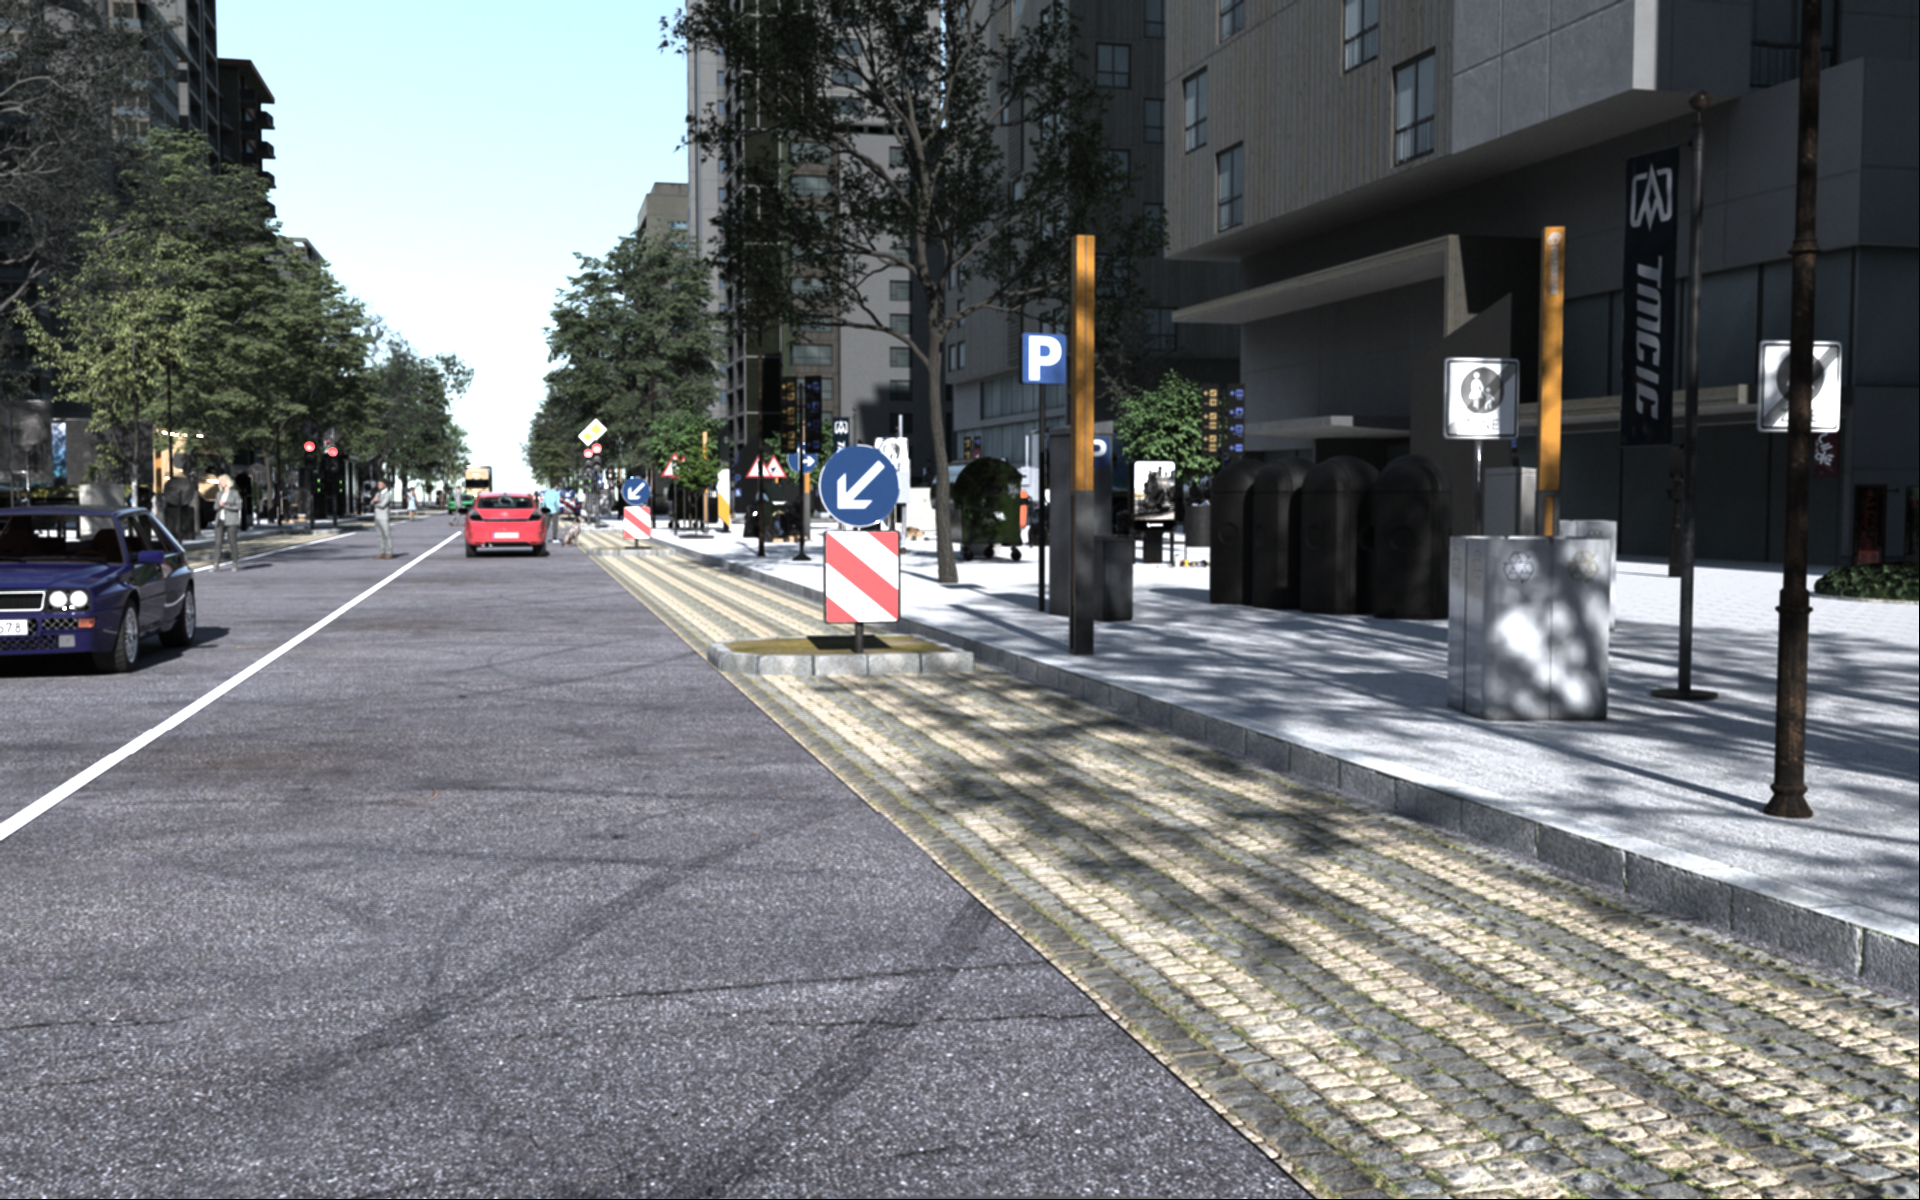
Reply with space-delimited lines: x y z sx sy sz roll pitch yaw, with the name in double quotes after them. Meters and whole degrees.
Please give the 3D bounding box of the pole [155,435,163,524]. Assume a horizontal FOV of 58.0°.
-27.697 -4.039 59.881 0.158 3.312 0.155 0 3 0 "pole"

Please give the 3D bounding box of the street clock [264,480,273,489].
-36.289 -5.290 91.066 0.471 2.002 0.358 1 4 16 "street clock"

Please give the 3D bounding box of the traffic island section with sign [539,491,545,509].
-28.081 -6.839 120.445 1.989 1.847 2.006 -1 4 -14 "traffic island section with sign"

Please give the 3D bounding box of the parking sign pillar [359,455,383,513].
-40.647 -7.988 119.074 1.447 3.967 1.447 -1 4 -18 "parking sign pillar"

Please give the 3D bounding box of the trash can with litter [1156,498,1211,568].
4.631 -1.196 30.610 2.233 1.210 1.678 1 4 10 "trash can with litter"

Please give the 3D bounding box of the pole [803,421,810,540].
-4.280 -3.324 48.195 0.158 3.312 0.155 0 3 0 "pole"

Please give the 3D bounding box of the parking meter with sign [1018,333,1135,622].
1.249 -1.338 18.140 0.543 3.016 1.738 -2 4 -25 "parking meter with sign"

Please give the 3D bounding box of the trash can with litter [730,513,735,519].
-11.349 -4.738 88.854 1.055 1.170 0.624 -1 4 -13 "trash can with litter"

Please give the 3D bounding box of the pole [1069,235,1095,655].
0.971 -1.219 13.779 0.158 3.312 0.155 0 3 0 "pole"

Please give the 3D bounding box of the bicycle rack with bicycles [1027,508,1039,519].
3.809 -4.046 79.536 2.925 0.926 2.852 -3 4 -38 "bicycle rack with bicycles"

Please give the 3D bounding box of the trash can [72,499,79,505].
-23.569 -2.152 46.832 0.748 1.137 0.748 0 3 0 "trash can"

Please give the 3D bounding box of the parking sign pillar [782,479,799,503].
-10.204 -7.189 106.019 1.447 3.967 1.447 0 4 7 "parking sign pillar"

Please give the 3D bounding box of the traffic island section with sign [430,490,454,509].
-49.897 -9.653 166.457 1.989 1.847 2.006 -1 4 -14 "traffic island section with sign"

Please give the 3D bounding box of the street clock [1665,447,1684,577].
11.063 -1.354 26.716 0.358 2.002 0.471 2 4 27 "street clock"

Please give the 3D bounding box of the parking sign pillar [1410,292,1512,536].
6.840 -2.153 23.668 1.447 3.967 1.447 2 4 25 "parking sign pillar"

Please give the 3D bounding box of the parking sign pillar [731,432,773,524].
-9.070 -5.236 74.074 1.447 3.967 1.447 2 4 34 "parking sign pillar"

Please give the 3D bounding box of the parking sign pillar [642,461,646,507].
-21.660 -7.970 118.774 1.447 3.967 1.447 0 4 5 "parking sign pillar"

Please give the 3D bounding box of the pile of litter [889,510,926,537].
-1.571 -2.319 51.886 1.176 0.858 1.719 1 4 23 "pile of litter"

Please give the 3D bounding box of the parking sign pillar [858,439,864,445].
-4.522 -5.957 85.874 1.447 3.967 1.447 2 4 32 "parking sign pillar"

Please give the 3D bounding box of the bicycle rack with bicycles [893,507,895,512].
-4.068 -5.013 95.351 2.852 0.926 2.925 1 4 10 "bicycle rack with bicycles"

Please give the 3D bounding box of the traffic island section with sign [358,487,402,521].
-30.961 -5.110 92.178 1.989 1.847 2.006 -1 4 -14 "traffic island section with sign"

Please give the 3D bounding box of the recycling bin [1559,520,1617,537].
5.869 -0.247 16.589 0.722 1.027 0.722 1 4 16 "recycling bin"

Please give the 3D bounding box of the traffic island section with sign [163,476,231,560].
-17.139 -1.795 37.973 1.989 1.847 2.006 -1 4 -14 "traffic island section with sign"

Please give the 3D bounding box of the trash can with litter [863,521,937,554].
-1.725 -1.614 37.440 1.678 1.210 2.233 -3 5 -44 "trash can with litter"

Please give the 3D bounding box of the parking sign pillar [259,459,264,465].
-52.980 -8.694 130.615 1.447 3.967 1.447 1 4 9 "parking sign pillar"

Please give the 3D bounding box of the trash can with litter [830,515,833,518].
-7.000 -5.333 98.580 0.624 1.170 1.055 0 4 6 "trash can with litter"

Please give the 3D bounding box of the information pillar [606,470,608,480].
-29.450 -9.397 145.001 0.504 3.616 0.183 3 4 38 "information pillar"

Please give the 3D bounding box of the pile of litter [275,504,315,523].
-29.569 -3.858 77.041 1.719 0.858 1.176 -1 4 -18 "pile of litter"

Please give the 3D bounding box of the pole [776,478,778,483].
-10.798 -6.626 102.184 0.158 3.312 0.155 0 3 0 "pole"

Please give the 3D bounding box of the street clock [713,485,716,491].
-20.394 -8.572 144.725 0.471 2.002 0.358 -2 4 -29 "street clock"

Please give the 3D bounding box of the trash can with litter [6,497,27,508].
-26.419 -2.337 49.275 1.678 1.210 2.233 -1 4 -12 "trash can with litter"

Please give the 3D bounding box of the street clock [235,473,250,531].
-24.944 -3.406 60.261 0.471 2.002 0.358 -1 4 -23 "street clock"

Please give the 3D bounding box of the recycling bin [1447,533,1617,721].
3.313 0.148 10.130 0.722 1.027 0.722 0 4 -2 "recycling bin"

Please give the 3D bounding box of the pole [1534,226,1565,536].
4.535 -1.193 13.342 0.158 3.312 0.155 0 3 0 "pole"

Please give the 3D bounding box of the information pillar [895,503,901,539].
-1.695 -2.750 49.449 0.304 2.012 0.304 0 4 6 "information pillar"

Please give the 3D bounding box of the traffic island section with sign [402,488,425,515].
-37.636 -6.713 118.388 1.989 1.847 2.006 -1 4 -14 "traffic island section with sign"

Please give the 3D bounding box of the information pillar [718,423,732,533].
-7.769 -4.016 57.017 0.183 3.616 0.504 2 4 34 "information pillar"

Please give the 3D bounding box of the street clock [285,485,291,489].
-51.907 -7.908 133.870 0.358 2.002 0.471 0 4 4 "street clock"

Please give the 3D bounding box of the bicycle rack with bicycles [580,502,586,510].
-29.397 -7.724 139.674 2.925 0.926 2.852 -3 5 -40 "bicycle rack with bicycles"

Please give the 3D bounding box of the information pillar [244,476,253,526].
-28.346 -3.940 68.914 0.304 2.012 0.304 -3 5 -43 "information pillar"

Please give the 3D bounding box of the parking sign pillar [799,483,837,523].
-6.238 -5.465 77.831 1.447 3.967 1.447 -1 4 -20 "parking sign pillar"

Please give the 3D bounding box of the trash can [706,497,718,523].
-10.914 -3.935 75.998 0.748 1.137 0.748 0 3 0 "trash can"

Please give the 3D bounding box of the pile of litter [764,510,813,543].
-4.609 -1.984 46.410 1.719 0.858 1.176 -3 5 -40 "pile of litter"

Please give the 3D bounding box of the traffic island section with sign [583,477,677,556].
-7.773 -1.967 40.782 1.989 1.847 2.006 -1 4 -14 "traffic island section with sign"

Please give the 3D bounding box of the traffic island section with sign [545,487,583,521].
-21.190 -5.184 93.385 1.989 1.847 2.006 -1 4 -14 "traffic island section with sign"

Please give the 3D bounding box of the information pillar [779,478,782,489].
-15.152 -9.458 145.990 0.183 3.616 0.504 -2 4 -25 "information pillar"

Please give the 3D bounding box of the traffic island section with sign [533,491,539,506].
-40.516 -9.824 169.254 1.989 1.847 2.006 -1 4 -14 "traffic island section with sign"

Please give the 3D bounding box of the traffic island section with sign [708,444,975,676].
-1.087 -0.364 14.572 1.989 1.847 2.006 -1 4 -14 "traffic island section with sign"

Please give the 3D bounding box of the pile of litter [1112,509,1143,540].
4.645 -2.128 48.761 1.719 0.858 1.176 1 4 19 "pile of litter"

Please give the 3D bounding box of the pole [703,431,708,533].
-8.301 -3.831 56.486 0.158 3.312 0.155 0 3 0 "pole"

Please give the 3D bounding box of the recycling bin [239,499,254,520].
-35.244 -4.445 85.231 0.722 1.027 0.722 -3 5 -40 "recycling bin"

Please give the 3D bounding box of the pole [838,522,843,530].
-4.292 -4.175 62.097 0.158 3.312 0.155 0 3 0 "pole"

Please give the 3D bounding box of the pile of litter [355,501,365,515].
-37.994 -5.808 108.927 1.176 0.858 1.719 -2 4 -26 "pile of litter"

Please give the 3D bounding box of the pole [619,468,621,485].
-23.835 -7.790 121.217 0.158 3.312 0.155 0 3 0 "pole"

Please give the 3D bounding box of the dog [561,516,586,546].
-10.782 -1.892 47.772 0.800 0.831 0.513 2 4 32 "dog"

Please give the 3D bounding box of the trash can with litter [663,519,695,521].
-13.521 -4.466 84.069 2.233 1.210 1.678 -3 4 -37 "trash can with litter"
